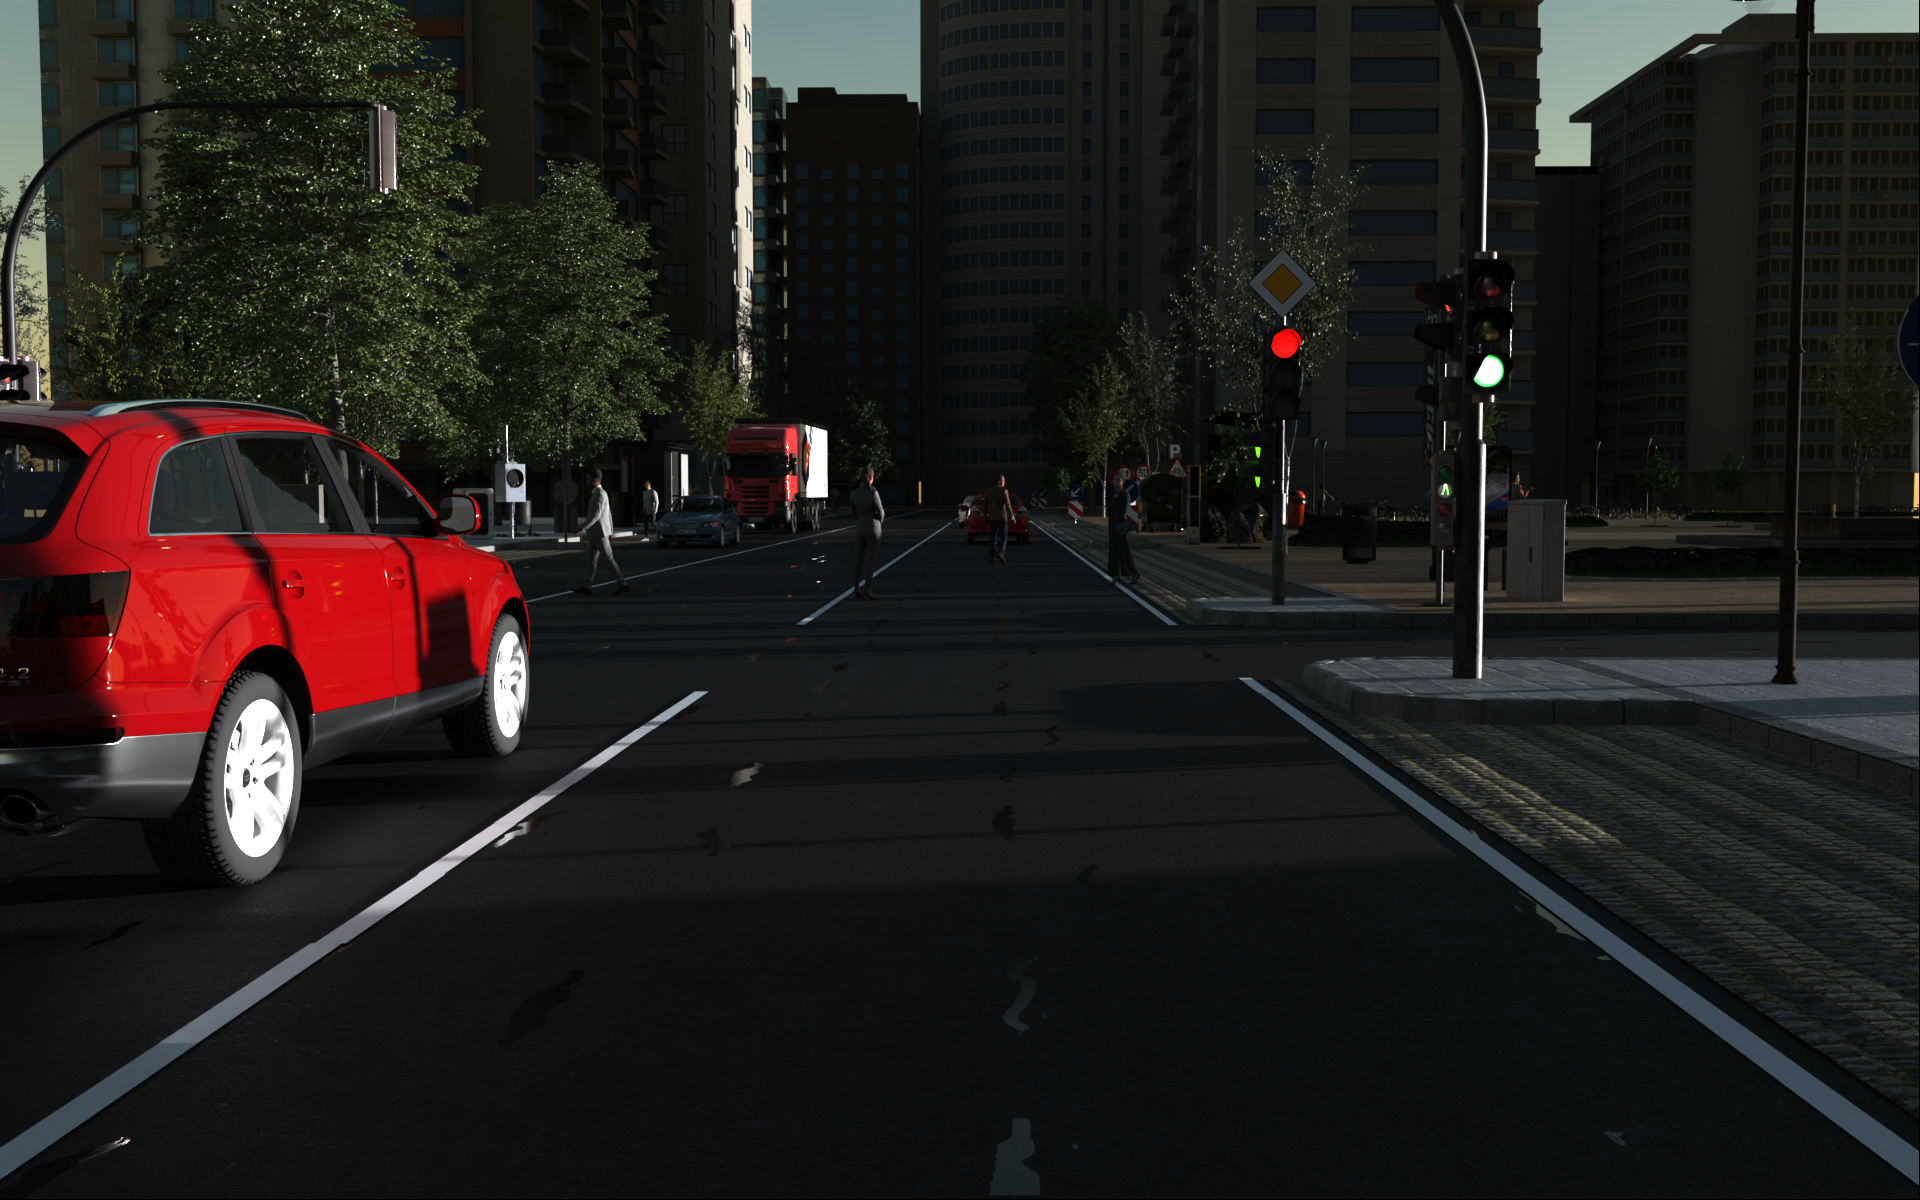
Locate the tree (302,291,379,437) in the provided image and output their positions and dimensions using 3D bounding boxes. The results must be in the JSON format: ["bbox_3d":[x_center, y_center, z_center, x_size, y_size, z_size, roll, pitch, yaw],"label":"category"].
[{"bbox_3d":[-24.336,-7.105,66.525,4.737,8.622,4.395,0,3,0],"label":"tree"}]

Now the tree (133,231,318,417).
[{"bbox_3d":[-35.226,-10.866,84.311,9.857,13.997,8.962,0,3,0],"label":"tree"}]

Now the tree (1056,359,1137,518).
[{"bbox_3d":[7.635,-8.805,94.316,4.737,8.622,4.395,0,3,0],"label":"tree"}]

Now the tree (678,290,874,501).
[{"bbox_3d":[-11.913,-11.863,104.332,12.009,13.543,11.850,0,3,0],"label":"tree"}]

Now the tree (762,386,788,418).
[{"bbox_3d":[-11.994,-8.656,91.889,4.737,8.622,4.395,0,3,0],"label":"tree"}]

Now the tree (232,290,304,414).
[{"bbox_3d":[-27.052,-6.831,62.047,4.737,8.622,4.395,0,3,0],"label":"tree"}]

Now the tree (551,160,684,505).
[{"bbox_3d":[-13.376,-8.621,59.078,7.486,12.596,7.792,0,3,0],"label":"tree"}]

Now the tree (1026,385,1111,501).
[{"bbox_3d":[8.883,-12.240,134.542,8.767,10.594,7.601,3,4,37],"label":"tree"}]

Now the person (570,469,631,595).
[{"bbox_3d":[-5.096,-0.962,24.506,0.850,1.792,0.678,-1,4,-9],"label":"person"}]

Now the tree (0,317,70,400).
[{"bbox_3d":[-39.440,-7.452,72.203,4.360,8.622,3.978,0,3,0],"label":"tree"}]

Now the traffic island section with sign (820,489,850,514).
[{"bbox_3d":[-8.823,-6.965,122.505,1.989,1.847,2.006,0,4,1],"label":"traffic island section with sign"}]

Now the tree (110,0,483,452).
[{"bbox_3d":[-13.208,-7.174,35.421,7.486,12.596,7.792,0,3,0],"label":"tree"}]

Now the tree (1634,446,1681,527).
[{"bbox_3d":[27.319,-4.507,68.294,1.663,3.219,1.824,0,3,0],"label":"tree"}]

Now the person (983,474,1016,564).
[{"bbox_3d":[0.807,-1.667,35.666,0.656,1.842,0.836,0,4,-6],"label":"person"}]

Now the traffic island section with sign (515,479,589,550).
[{"bbox_3d":[-10.324,-2.225,45.005,1.989,1.847,2.006,0,4,1],"label":"traffic island section with sign"}]

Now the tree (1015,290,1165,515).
[{"bbox_3d":[8.269,-12.291,107.617,9.857,13.997,8.962,0,3,0],"label":"tree"}]

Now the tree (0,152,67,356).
[{"bbox_3d":[-26.624,-8.001,41.185,12.009,13.543,11.850,0,3,0],"label":"tree"}]

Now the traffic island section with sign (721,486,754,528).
[{"bbox_3d":[-9.774,-3.950,73.210,1.989,1.847,2.006,0,4,1],"label":"traffic island section with sign"}]

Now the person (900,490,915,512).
[{"bbox_3d":[-4.322,-8.150,142.435,1.217,1.739,0.721,0,4,5],"label":"person"}]

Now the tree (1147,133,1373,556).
[{"bbox_3d":[6.634,-5.230,35.876,4.360,8.622,3.978,0,3,0],"label":"tree"}]

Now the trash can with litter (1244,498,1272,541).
[{"bbox_3d":[8.295,-2.226,47.789,1.055,1.170,0.624,0,4,4],"label":"trash can with litter"}]

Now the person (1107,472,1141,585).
[{"bbox_3d":[2.542,-1.126,27.335,0.534,1.772,0.576,-3,5,-41],"label":"person"}]

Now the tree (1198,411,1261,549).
[{"bbox_3d":[6.394,-2.806,40.473,1.663,3.219,1.824,0,3,0],"label":"tree"}]

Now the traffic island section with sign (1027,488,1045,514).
[{"bbox_3d":[5.691,-6.925,121.857,1.989,1.847,2.006,0,4,1],"label":"traffic island section with sign"}]

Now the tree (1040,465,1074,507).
[{"bbox_3d":[9.474,-11.334,169.032,4.285,4.588,4.351,0,3,0],"label":"tree"}]

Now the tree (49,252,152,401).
[{"bbox_3d":[-26.112,-6.316,53.628,4.737,8.622,4.395,0,3,0],"label":"tree"}]

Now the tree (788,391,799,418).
[{"bbox_3d":[-12.338,-10.081,115.179,4.737,8.622,4.395,0,3,0],"label":"tree"}]

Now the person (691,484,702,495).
[{"bbox_3d":[-10.036,-3.488,65.708,0.537,1.800,0.526,-3,4,-37],"label":"person"}]

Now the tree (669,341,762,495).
[{"bbox_3d":[-11.831,-8.077,82.418,4.737,8.622,4.395,0,3,0],"label":"tree"}]

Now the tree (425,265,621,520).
[{"bbox_3d":[-21.963,-10.250,84.594,9.611,12.733,9.660,0,3,0],"label":"tree"}]

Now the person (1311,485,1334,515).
[{"bbox_3d":[20.541,-5.639,98.254,1.348,1.823,0.705,2,4,33],"label":"person"}]

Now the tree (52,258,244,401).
[{"bbox_3d":[-31.685,-8.244,69.208,7.601,10.594,8.767,0,4,-4],"label":"tree"}]

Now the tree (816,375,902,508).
[{"bbox_3d":[-10.354,-15.179,165.186,9.611,12.733,9.660,0,3,0],"label":"tree"}]

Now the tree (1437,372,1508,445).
[{"bbox_3d":[27.023,-8.633,91.505,4.737,8.622,4.395,0,3,0],"label":"tree"}]

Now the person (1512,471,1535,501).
[{"bbox_3d":[12.045,-1.886,37.232,0.532,1.782,0.716,-2,4,-26],"label":"person"}]

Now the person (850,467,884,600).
[{"bbox_3d":[-1.233,-0.904,23.551,0.520,1.790,0.573,1,4,16],"label":"person"}]

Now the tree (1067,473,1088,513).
[{"bbox_3d":[7.983,-7.499,117.209,1.663,3.219,1.824,0,3,0],"label":"tree"}]

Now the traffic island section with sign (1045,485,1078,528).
[{"bbox_3d":[4.760,-3.970,73.539,1.989,1.847,2.006,0,4,1],"label":"traffic island section with sign"}]

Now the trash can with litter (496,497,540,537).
[{"bbox_3d":[-13.578,-2.518,52.231,2.233,1.210,1.678,-3,5,-43],"label":"trash can with litter"}]

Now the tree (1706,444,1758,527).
[{"bbox_3d":[29.740,-4.443,67.249,1.663,3.219,1.824,0,3,0],"label":"tree"}]

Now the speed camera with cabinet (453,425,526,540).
[{"bbox_3d":[-13.376,-3.358,49.242,0.660,3.252,2.038,3,5,42],"label":"speed camera with cabinet"}]

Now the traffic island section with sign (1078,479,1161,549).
[{"bbox_3d":[4.226,-2.267,45.693,1.989,1.847,2.006,0,4,1],"label":"traffic island section with sign"}]

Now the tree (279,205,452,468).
[{"bbox_3d":[-15.404,-5.794,45.087,4.360,8.622,3.978,0,3,0],"label":"tree"}]

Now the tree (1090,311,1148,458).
[{"bbox_3d":[7.503,-7.248,68.871,4.360,8.622,3.978,0,3,0],"label":"tree"}]

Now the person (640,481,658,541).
[{"bbox_3d":[-9.413,-2.723,52.866,0.661,1.843,0.795,3,5,41],"label":"person"}]

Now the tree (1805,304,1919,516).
[{"bbox_3d":[35.464,-7.180,67.756,4.737,8.622,4.395,0,3,0],"label":"tree"}]
